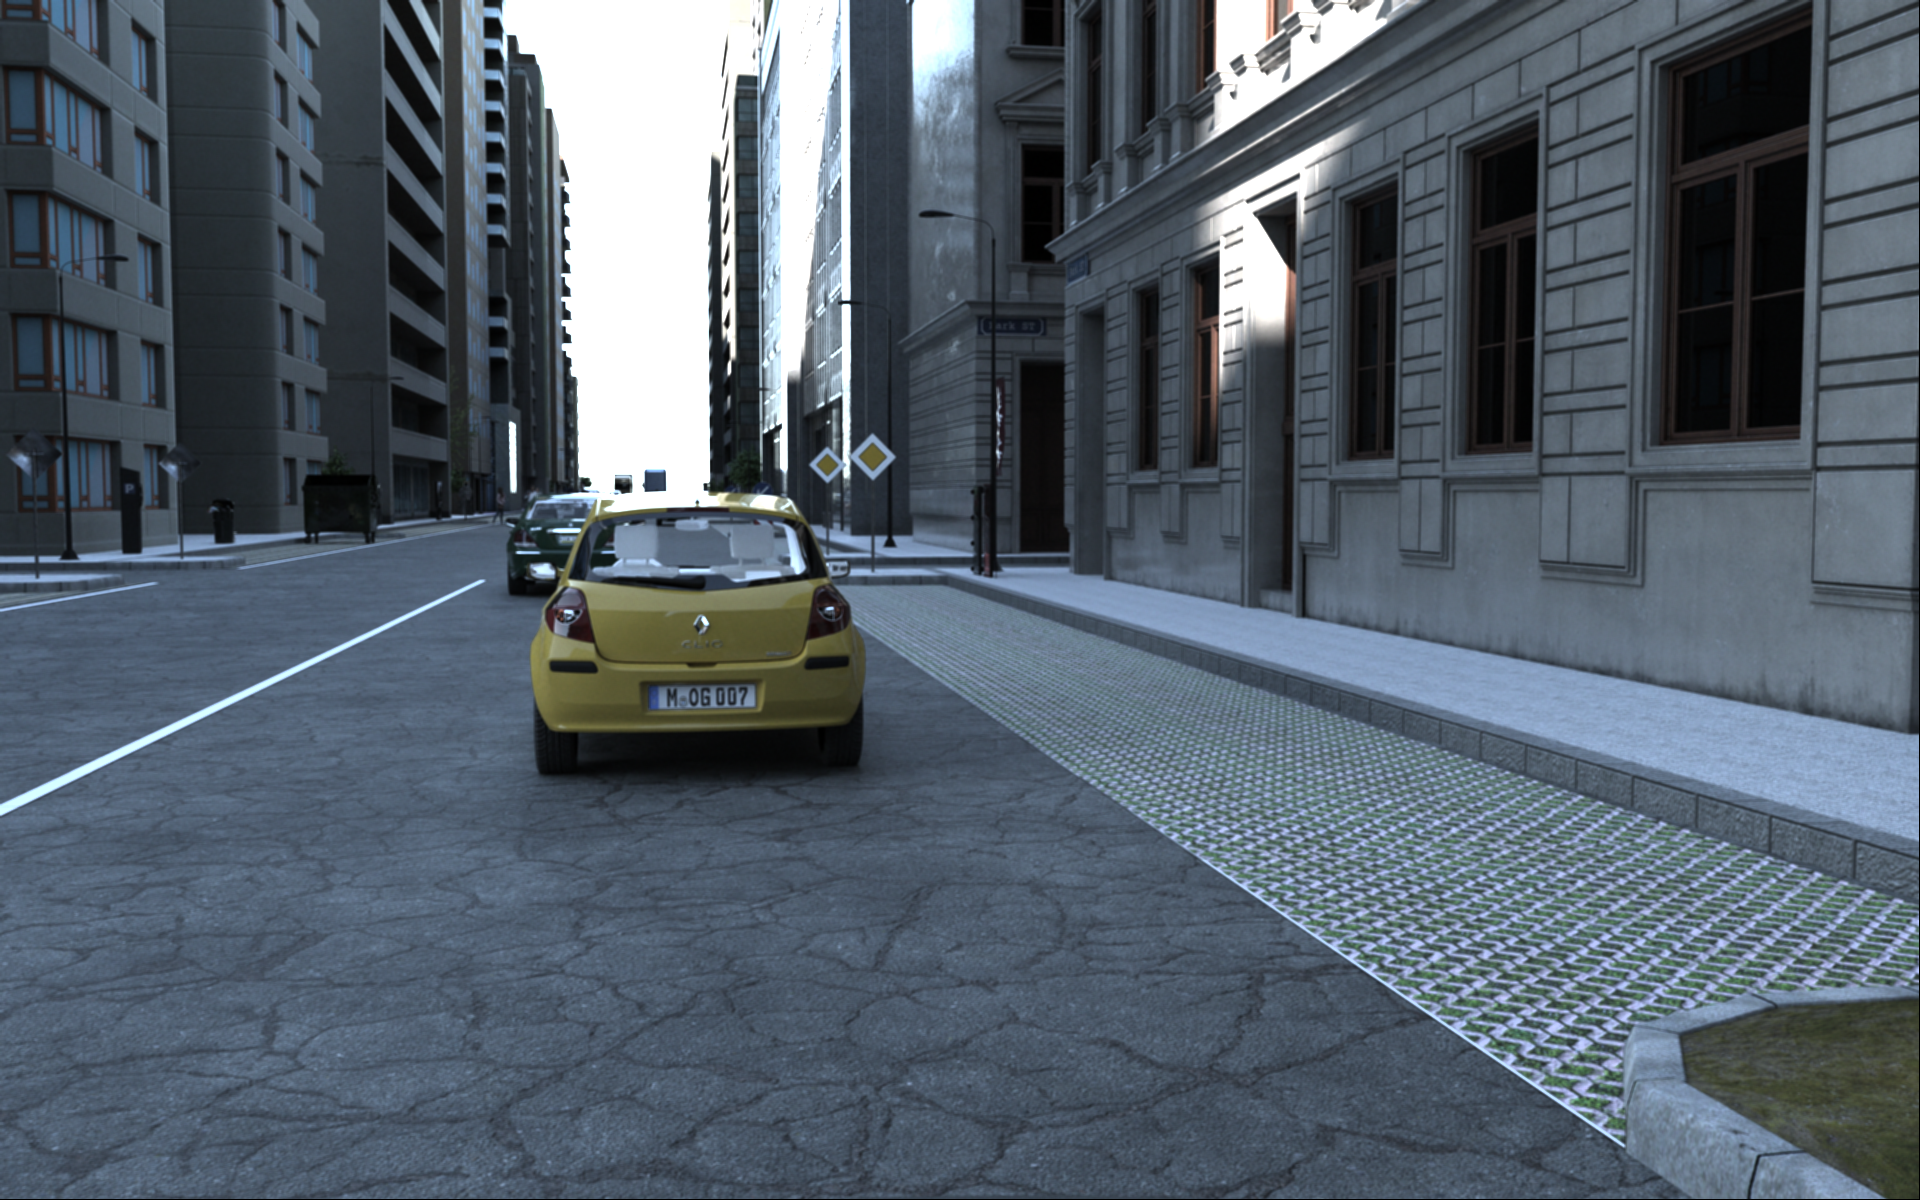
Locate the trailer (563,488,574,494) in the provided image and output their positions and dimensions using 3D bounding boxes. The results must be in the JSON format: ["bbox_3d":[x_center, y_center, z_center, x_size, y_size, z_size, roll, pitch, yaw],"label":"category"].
[{"bbox_3d":[-37.528,-9.727,166.084,1.471,1.999,3.904,-1,4,-10],"label":"trailer"}]

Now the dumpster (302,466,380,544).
[{"bbox_3d":[-17.887,-2.758,50.038,1.985,2.255,1.502,-1,4,-8],"label":"dumpster"}]

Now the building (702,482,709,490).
[{"bbox_3d":[-22.289,-34.652,258.440,32.217,40.220,23.993,-1,4,-10],"label":"building"}]

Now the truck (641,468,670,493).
[{"bbox_3d":[-30.720,-11.300,174.509,2.967,4.110,18.799,-1,4,-10],"label":"truck"}]

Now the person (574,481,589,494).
[{"bbox_3d":[-13.546,-3.300,61.813,0.648,1.900,0.474,-1,4,-18],"label":"person"}]

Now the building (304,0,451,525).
[{"bbox_3d":[-36.140,-27.891,79.725,21.300,48.544,21.600,-1,4,-10],"label":"building"}]

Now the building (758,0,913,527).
[{"bbox_3d":[-3.111,-16.257,83.825,12.078,24.808,19.932,-1,4,-10],"label":"building"}]

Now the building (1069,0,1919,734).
[{"bbox_3d":[8.311,-11.181,18.966,11.583,22.565,21.152,-1,4,-10],"label":"building"}]

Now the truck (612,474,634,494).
[{"bbox_3d":[-46.474,-15.310,239.231,2.839,4.237,11.283,-1,4,-9],"label":"truck"}]

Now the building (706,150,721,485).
[{"bbox_3d":[-23.055,-37.317,233.835,21.300,48.544,21.600,-1,4,-10],"label":"building"}]

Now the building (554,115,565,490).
[{"bbox_3d":[-52.397,-33.371,195.719,14.600,45.320,14.200,-1,4,-10],"label":"building"}]

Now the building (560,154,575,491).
[{"bbox_3d":[-59.981,-34.350,216.251,22.147,44.769,28.867,-1,4,-10],"label":"building"}]

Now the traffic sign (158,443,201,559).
[{"bbox_3d":[-15.337,-1.862,34.088,0.795,2.450,0.064,-1,4,-10],"label":"traffic sign"}]

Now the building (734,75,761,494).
[{"bbox_3d":[-9.112,-21.552,124.084,14.160,30.474,14.107,-1,4,-10],"label":"building"}]

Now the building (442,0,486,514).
[{"bbox_3d":[-38.963,-28.366,113.901,14.600,45.320,14.200,-1,4,-10],"label":"building"}]

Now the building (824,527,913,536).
[{"bbox_3d":[0.894,-15.003,63.329,12.078,24.808,19.932,-1,4,-10],"label":"building"}]

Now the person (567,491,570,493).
[{"bbox_3d":[-33.711,-8.589,149.718,1.217,1.735,0.721,3,4,36],"label":"person"}]

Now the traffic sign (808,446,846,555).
[{"bbox_3d":[-2.770,-1.991,36.202,0.795,2.450,0.064,-1,4,-10],"label":"traffic sign"}]

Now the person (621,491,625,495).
[{"bbox_3d":[-40.295,-12.174,207.635,1.350,1.814,0.705,-3,5,-44],"label":"person"}]

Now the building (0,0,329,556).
[{"bbox_3d":[-34.607,-12.361,47.146,27.650,21.520,28.899,-1,4,-10],"label":"building"}]

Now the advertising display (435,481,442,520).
[{"bbox_3d":[-25.482,-4.860,84.671,0.123,1.923,0.974,0,4,-4],"label":"advertising display"}]

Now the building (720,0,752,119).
[{"bbox_3d":[-11.209,-32.934,162.170,21.300,48.544,21.600,-1,4,-10],"label":"building"}]

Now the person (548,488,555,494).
[{"bbox_3d":[-26.747,-6.422,113.581,1.350,1.814,0.705,1,4,9],"label":"person"}]

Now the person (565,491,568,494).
[{"bbox_3d":[-33.467,-8.441,147.316,0.445,1.727,0.742,0,4,-3],"label":"person"}]

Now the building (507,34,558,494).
[{"bbox_3d":[-48.545,-31.954,172.556,14.600,45.320,14.200,-1,4,-10],"label":"building"}]

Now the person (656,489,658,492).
[{"bbox_3d":[-25.237,-8.311,144.345,1.348,1.831,0.705,-1,4,-20],"label":"person"}]

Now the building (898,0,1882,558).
[{"bbox_3d":[9.156,-12.634,42.720,21.152,22.565,11.583,-1,4,-10],"label":"building"}]

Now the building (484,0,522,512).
[{"bbox_3d":[-45.778,-50.272,134.625,22.319,86.520,31.000,-1,4,-10],"label":"building"}]

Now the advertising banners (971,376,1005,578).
[{"bbox_3d":[0.433,-1.869,26.749,0.090,3.025,2.074,-1,4,-12],"label":"advertising banners"}]

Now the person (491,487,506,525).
[{"bbox_3d":[-21.052,-4.280,79.063,0.643,1.750,0.593,0,3,0],"label":"person"}]

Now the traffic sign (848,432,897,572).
[{"bbox_3d":[-1.428,-1.510,28.330,0.795,2.450,0.064,-1,4,-10],"label":"traffic sign"}]

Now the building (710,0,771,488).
[{"bbox_3d":[-20.258,-47.339,212.250,20.563,71.187,20.611,-1,4,-10],"label":"building"}]

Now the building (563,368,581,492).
[{"bbox_3d":[-68.504,-24.448,244.756,27.650,21.520,28.899,-1,4,-10],"label":"building"}]

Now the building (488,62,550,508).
[{"bbox_3d":[-45.564,-29.069,158.867,14.154,41.232,14.086,-1,4,-10],"label":"building"}]

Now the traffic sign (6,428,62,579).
[{"bbox_3d":[-13.996,-1.381,26.216,0.795,2.450,0.064,-1,4,-10],"label":"traffic sign"}]

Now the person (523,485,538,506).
[{"bbox_3d":[-18.911,-4.143,76.334,0.679,1.850,0.850,-1,4,-11],"label":"person"}]

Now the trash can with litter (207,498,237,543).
[{"bbox_3d":[-19.208,-2.063,45.116,0.624,1.170,1.055,-1,4,-16],"label":"trash can with litter"}]

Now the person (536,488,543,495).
[{"bbox_3d":[-24.624,-5.659,101.123,0.635,1.810,0.391,2,4,24],"label":"person"}]

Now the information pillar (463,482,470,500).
[{"bbox_3d":[-29.729,-6.111,104.400,0.304,2.012,0.304,0,4,-3],"label":"information pillar"}]
